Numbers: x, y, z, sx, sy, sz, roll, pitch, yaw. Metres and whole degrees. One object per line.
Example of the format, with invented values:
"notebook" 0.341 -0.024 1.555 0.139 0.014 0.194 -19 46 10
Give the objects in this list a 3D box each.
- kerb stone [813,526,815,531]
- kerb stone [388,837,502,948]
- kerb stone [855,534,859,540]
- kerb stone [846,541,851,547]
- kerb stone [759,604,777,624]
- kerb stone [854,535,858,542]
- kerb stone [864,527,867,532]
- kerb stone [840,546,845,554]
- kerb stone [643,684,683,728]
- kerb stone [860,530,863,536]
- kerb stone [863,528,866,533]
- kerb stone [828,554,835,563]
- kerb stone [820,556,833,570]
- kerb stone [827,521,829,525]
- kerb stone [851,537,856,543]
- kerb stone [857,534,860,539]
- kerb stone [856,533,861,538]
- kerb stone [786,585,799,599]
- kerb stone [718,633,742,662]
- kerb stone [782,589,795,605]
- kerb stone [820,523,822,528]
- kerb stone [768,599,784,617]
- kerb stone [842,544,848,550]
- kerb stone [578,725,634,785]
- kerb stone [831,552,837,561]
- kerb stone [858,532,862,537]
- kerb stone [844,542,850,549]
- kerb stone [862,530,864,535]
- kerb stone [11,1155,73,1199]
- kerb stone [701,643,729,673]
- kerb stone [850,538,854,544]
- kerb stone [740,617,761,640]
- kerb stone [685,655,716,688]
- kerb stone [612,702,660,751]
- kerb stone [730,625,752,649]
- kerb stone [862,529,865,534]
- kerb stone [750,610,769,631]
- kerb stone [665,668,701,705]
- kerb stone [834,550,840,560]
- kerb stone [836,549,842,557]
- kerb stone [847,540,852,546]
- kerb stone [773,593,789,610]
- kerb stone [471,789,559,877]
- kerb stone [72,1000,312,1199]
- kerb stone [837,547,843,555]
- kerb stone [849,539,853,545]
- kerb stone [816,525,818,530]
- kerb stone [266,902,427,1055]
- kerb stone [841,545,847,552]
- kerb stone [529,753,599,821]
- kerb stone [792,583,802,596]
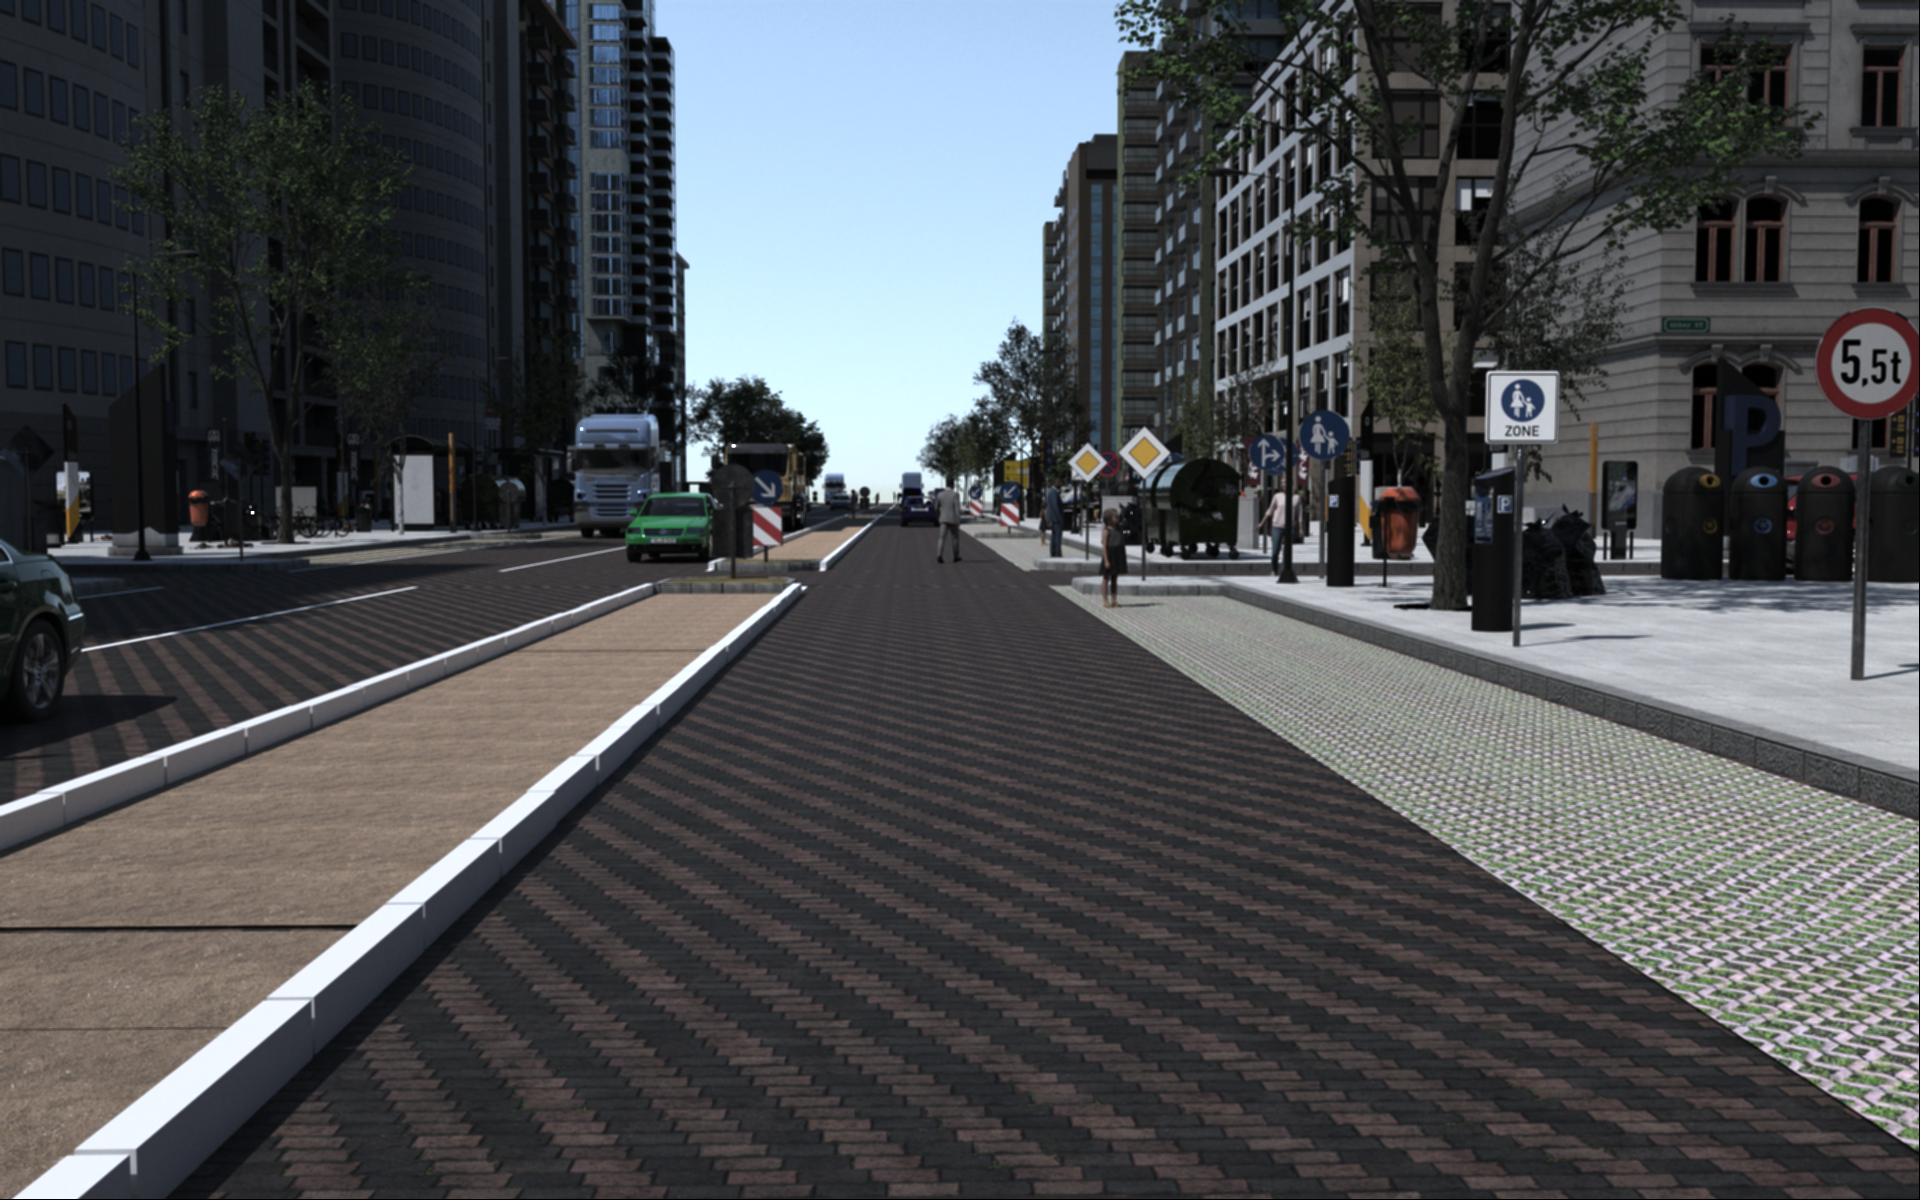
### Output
"kerb stone" -5.710 -2.670 65.876 0.120 0.150 1.000 0 4 -2
"kerb stone" -1.757 0.994 5.940 0.120 0.150 1.000 0 4 -2
"kerb stone" -3.164 -1.794 51.536 0.120 0.150 1.000 0 4 -2
"kerb stone" -2.942 -1.356 44.365 0.120 0.150 1.000 0 4 -2
"kerb stone" -2.169 0.178 19.279 0.120 0.150 1.000 0 4 -2
"kerb stone" -3.132 -1.723 50.515 0.120 0.150 1.000 0 4 -2
"kerb stone" -3.476 -2.421 61.784 0.120 0.150 1.000 0 4 -2
"kerb stone" -2.816 -1.106 40.277 0.120 0.150 1.000 0 4 -2
"kerb stone" -1.911 0.680 11.076 0.120 0.150 1.000 0 4 -2
"kerb stone" -3.322 -2.108 56.656 0.120 0.150 1.000 0 4 -2
"kerb stone" -3.410 -2.295 59.732 0.120 0.150 1.000 0 4 -2
"kerb stone" -2.666 -0.789 35.157 0.120 0.150 1.000 0 4 -2
"kerb stone" -2.627 -0.730 34.136 0.120 0.150 1.000 0 4 -2
"kerb stone" -6.044 -3.362 77.157 0.120 0.150 1.000 0 4 -2
"kerb stone" -3.066 -1.607 48.466 0.120 0.150 1.000 0 4 -2
"kerb stone" -3.190 -1.849 52.559 0.120 0.150 1.000 0 4 -2
"kerb stone" -3.223 -1.916 53.582 0.120 0.150 1.000 0 4 -2
"kerb stone" -2.296 -0.070 23.372 0.120 0.150 1.000 0 4 -2
"kerb stone" -2.040 0.430 15.170 0.120 0.150 1.000 0 4 -2
"kerb stone" -2.258 -0.003 22.351 0.120 0.150 1.000 0 4 -2
"kerb stone" -5.862 -2.985 71.001 0.120 0.150 1.000 0 4 -2
"kerb stone" -2.192 0.121 20.307 0.120 0.150 1.000 0 4 -2
"kerb stone" -2.879 -1.226 42.320 0.120 0.150 1.000 0 4 -2
"kerb stone" -1.851 0.806 9.021 0.120 0.150 1.000 0 4 -2
"kerb stone" -2.695 -0.855 36.179 0.120 0.150 1.000 0 4 -2
"kerb stone" -3.256 -1.983 54.611 0.120 0.150 1.000 0 4 -2
"kerb stone" -2.905 -1.293 43.343 0.120 0.150 1.000 0 4 -2
"kerb stone" -3.343 -2.170 57.682 0.120 0.150 1.000 0 4 -2
"kerb stone" -1.659 1.184 2.872 0.120 0.150 1.000 0 4 -2
"kerb stone" -2.020 0.492 14.148 0.120 0.150 1.000 0 4 -2
"kerb stone" -3.035 -1.544 47.436 0.120 0.150 1.000 0 4 -2
"kerb stone" -2.108 0.305 17.234 0.120 0.150 1.000 0 4 -2
"kerb stone" -1.983 0.555 13.119 0.120 0.150 1.000 0 4 -2
"kerb stone" -1.890 0.744 10.048 0.120 0.150 1.000 0 4 -2
"kerb stone" -2.076 0.366 16.207 0.120 0.150 1.000 0 4 -2
"kerb stone" -3.376 -2.233 58.711 0.120 0.150 1.000 0 4 -2
"kerb stone" -2.138 0.241 18.256 0.120 0.150 1.000 0 4 -2
"kerb stone" -1.946 0.618 12.098 0.120 0.150 1.000 0 4 -2
"kerb stone" -2.718 -0.918 37.200 0.120 0.150 1.000 0 4 -2
"kerb stone" -2.750 -0.981 38.227 0.120 0.150 1.000 0 4 -2
"kerb stone" -2.973 -1.419 45.393 0.120 0.150 1.000 0 4 -2
"kerb stone" -2.232 0.053 21.328 0.120 0.150 1.000 0 4 -2
"kerb stone" -1.786 0.932 6.965 0.120 0.150 1.000 0 4 -2
"kerb stone" -1.689 1.119 3.893 0.120 0.150 1.000 0 4 -2
"kerb stone" -2.782 -1.043 39.250 0.120 0.150 1.000 0 4 -2
"kerb stone" -3.004 -1.481 46.415 0.120 0.150 1.000 0 4 -2
"kerb stone" -5.765 -2.796 67.922 0.120 0.150 1.000 0 4 -2
"kerb stone" -1.722 1.057 4.918 0.120 0.150 1.000 0 4 -2
"kerb stone" -2.843 -1.168 41.299 0.120 0.150 1.000 0 4 -2
"kerb stone" -1.829 0.869 7.986 0.120 0.150 1.000 0 4 -2
"kerb stone" -2.324 -0.134 24.404 0.120 0.150 1.000 0 4 -2
